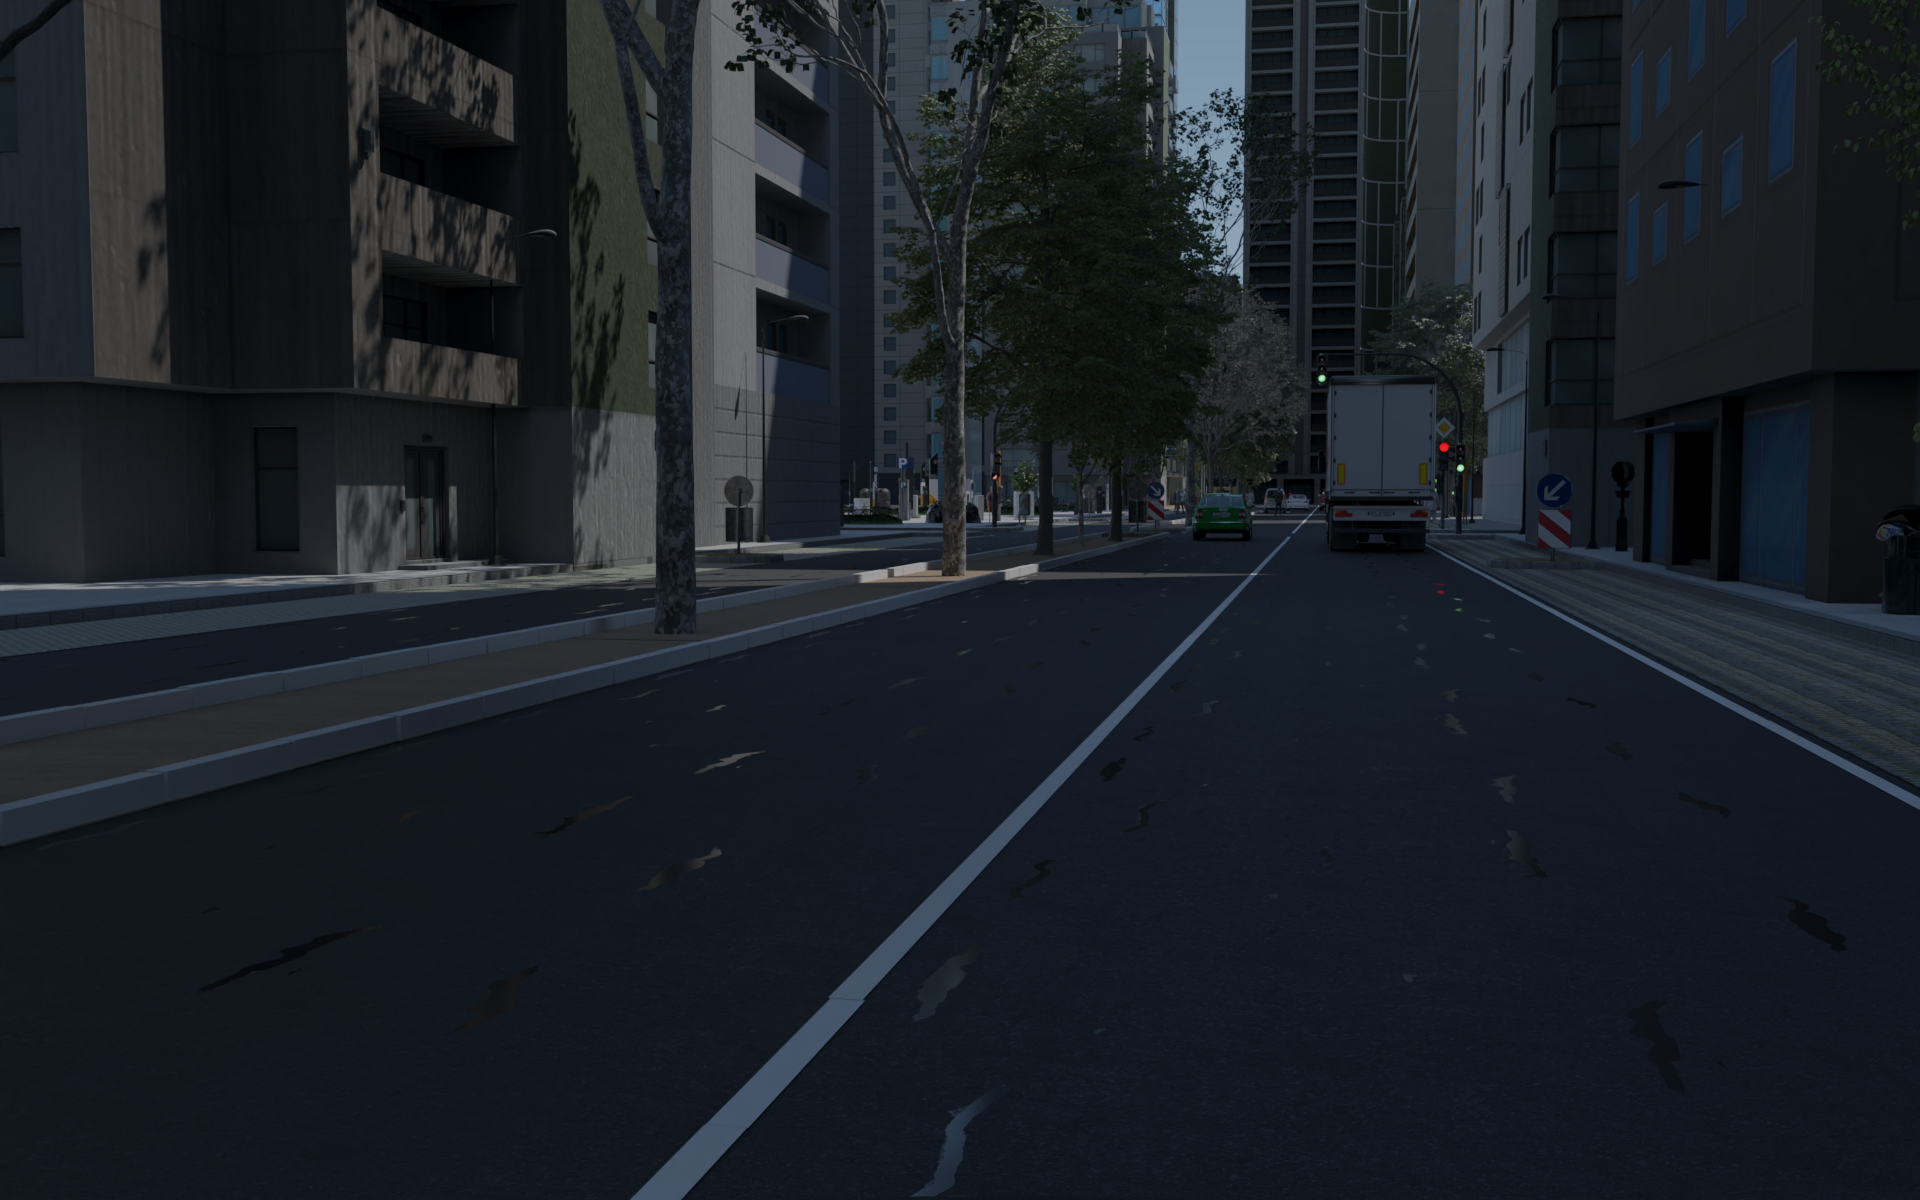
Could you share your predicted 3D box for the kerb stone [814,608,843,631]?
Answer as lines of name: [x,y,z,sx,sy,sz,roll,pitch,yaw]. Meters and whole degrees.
kerb stone: [-1.477,0.223,18.547,0.120,0.150,1.000,1,4,12]

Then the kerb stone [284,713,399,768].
kerb stone: [-3.417,0.775,9.523,0.120,0.150,1.000,1,4,12]

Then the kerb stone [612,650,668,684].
kerb stone: [-2.548,0.530,13.530,0.120,0.150,1.000,1,4,12]

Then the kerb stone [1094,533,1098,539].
kerb stone: [4.188,-2.013,55.101,0.120,0.150,1.000,1,4,12]

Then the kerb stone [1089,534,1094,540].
kerb stone: [3.972,-1.951,54.102,0.120,0.150,1.000,1,4,12]

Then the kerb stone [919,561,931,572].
kerb stone: [-0.751,-0.602,32.038,0.120,0.150,1.000,1,4,12]

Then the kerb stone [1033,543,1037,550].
kerb stone: [1.828,-1.337,44.066,0.120,0.150,1.000,1,4,12]

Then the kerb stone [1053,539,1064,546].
kerb stone: [2.687,-1.583,48.073,0.120,0.150,1.000,1,4,12]

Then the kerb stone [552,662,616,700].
kerb stone: [-2.768,0.593,12.532,0.120,0.150,1.000,1,4,12]

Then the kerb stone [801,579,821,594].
kerb stone: [-2.242,-0.173,25.025,0.120,0.150,1.000,1,4,12]

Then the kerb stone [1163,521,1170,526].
kerb stone: [9.446,-3.516,79.678,0.120,0.150,1.000,1,4,12]

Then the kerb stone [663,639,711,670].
kerb stone: [-2.340,0.469,14.530,0.120,0.150,1.000,1,4,12]

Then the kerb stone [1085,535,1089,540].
kerb stone: [3.761,-1.890,53.094,0.120,0.150,1.000,1,4,12]

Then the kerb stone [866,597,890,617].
kerb stone: [-1.046,0.101,20.549,0.120,0.150,1.000,1,4,12]

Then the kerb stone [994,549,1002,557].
kerb stone: [0.748,-1.031,39.051,0.120,0.150,1.000,1,4,12]

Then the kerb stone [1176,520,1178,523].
kerb stone: [10.302,-3.761,83.691,0.120,0.150,1.000,1,4,12]

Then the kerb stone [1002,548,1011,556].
kerb stone: [0.969,-1.092,40.049,0.120,0.150,1.000,1,4,12]

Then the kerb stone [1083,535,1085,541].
kerb stone: [3.547,-1.828,52.088,0.120,0.150,1.000,1,4,12]

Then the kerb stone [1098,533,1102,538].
kerb stone: [4.407,-2.074,56.109,0.120,0.150,1.000,1,4,12]

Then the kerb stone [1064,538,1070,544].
kerb stone: [2.904,-1.644,49.074,0.120,0.150,1.000,1,4,12]

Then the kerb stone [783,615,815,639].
kerb stone: [-1.695,0.284,17.544,0.120,0.150,1.000,1,4,12]

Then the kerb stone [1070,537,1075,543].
kerb stone: [3.114,-1.703,50.085,0.120,0.150,1.000,1,4,12]

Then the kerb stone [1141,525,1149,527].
kerb stone: [7.515,-2.964,70.655,0.120,0.150,1.000,1,4,12]

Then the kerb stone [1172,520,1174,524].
kerb stone: [9.870,-3.639,81.692,0.120,0.150,1.000,1,4,12]

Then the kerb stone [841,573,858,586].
kerb stone: [-1.817,-0.290,27.032,0.120,0.150,1.000,1,4,12]

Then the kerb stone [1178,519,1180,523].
kerb stone: [10.516,-3.823,84.694,0.120,0.150,1.000,1,4,12]

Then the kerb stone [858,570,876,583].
kerb stone: [-1.595,-0.357,28.031,0.120,0.150,1.000,1,4,12]

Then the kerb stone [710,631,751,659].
kerb stone: [-2.121,0.412,15.530,0.120,0.150,1.000,1,4,12]

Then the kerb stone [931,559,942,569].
kerb stone: [-0.531,-0.664,33.048,0.120,0.150,1.000,1,4,12]

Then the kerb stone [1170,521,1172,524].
kerb stone: [9.658,-3.577,80.683,0.120,0.150,1.000,1,4,12]

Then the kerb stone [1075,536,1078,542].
kerb stone: [3.333,-1.765,51.083,0.120,0.150,1.000,1,4,12]

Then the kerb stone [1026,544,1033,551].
kerb stone: [1.614,-1.276,43.059,0.120,0.150,1.000,1,4,12]

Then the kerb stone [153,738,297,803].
kerb stone: [-3.622,0.837,8.522,0.120,0.150,1.000,1,4,12]

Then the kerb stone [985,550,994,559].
kerb stone: [0.544,-0.970,38.050,0.120,0.150,1.000,1,4,12]

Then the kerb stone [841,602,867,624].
kerb stone: [-1.264,0.162,19.547,0.120,0.150,1.000,1,4,12]

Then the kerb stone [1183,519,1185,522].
kerb stone: [11.168,-4.001,87.703,0.120,0.150,1.000,1,4,12]

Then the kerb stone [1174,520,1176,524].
kerb stone: [10.093,-3.700,82.690,0.120,0.150,1.000,1,4,12]

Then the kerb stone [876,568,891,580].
kerb stone: [-1.384,-0.415,29.031,0.120,0.150,1.000,1,4,12]

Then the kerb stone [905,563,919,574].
kerb stone: [-0.954,-0.541,31.036,0.120,0.150,1.000,1,4,12]

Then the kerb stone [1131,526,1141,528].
kerb stone: [6.870,-2.780,67.646,0.120,0.150,1.000,1,4,12]

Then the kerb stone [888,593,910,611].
kerb stone: [-0.836,0.041,21.549,0.120,0.150,1.000,1,4,12]

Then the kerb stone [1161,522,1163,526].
kerb stone: [8.788,-3.332,76.674,0.120,0.150,1.000,1,4,12]

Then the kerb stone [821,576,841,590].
kerb stone: [-2.030,-0.234,26.024,0.120,0.150,1.000,1,4,12]

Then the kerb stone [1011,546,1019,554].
kerb stone: [1.188,-1.150,41.054,0.120,0.150,1.000,1,4,12]

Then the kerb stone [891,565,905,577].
kerb stone: [-1.173,-0.479,30.031,0.120,0.150,1.000,1,4,12]

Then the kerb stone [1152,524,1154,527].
kerb stone: [7.942,-3.087,72.663,0.120,0.150,1.000,1,4,12]

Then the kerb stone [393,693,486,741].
kerb stone: [-3.191,0.714,10.528,0.120,0.150,1.000,1,4,12]

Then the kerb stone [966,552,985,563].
kerb stone: [0.333,-0.907,37.050,0.120,0.150,1.000,1,4,12]

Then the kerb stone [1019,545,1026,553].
kerb stone: [1.399,-1.215,42.058,0.120,0.150,1.000,1,4,12]

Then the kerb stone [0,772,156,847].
kerb stone: [-3.836,0.902,7.523,0.120,0.150,1.000,1,4,12]

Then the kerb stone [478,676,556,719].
kerb stone: [-2.980,0.652,11.528,0.120,0.150,1.000,1,4,12]

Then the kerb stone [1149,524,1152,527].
kerb stone: [7.727,-3.025,71.655,0.120,0.150,1.000,1,4,12]

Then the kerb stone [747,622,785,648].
kerb stone: [-1.909,0.350,16.545,0.120,0.150,1.000,1,4,12]

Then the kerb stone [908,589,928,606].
kerb stone: [-0.625,-0.022,22.550,0.120,0.150,1.000,1,4,12]

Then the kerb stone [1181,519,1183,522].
kerb stone: [10.944,-3.945,86.698,0.120,0.150,1.000,1,4,12]
